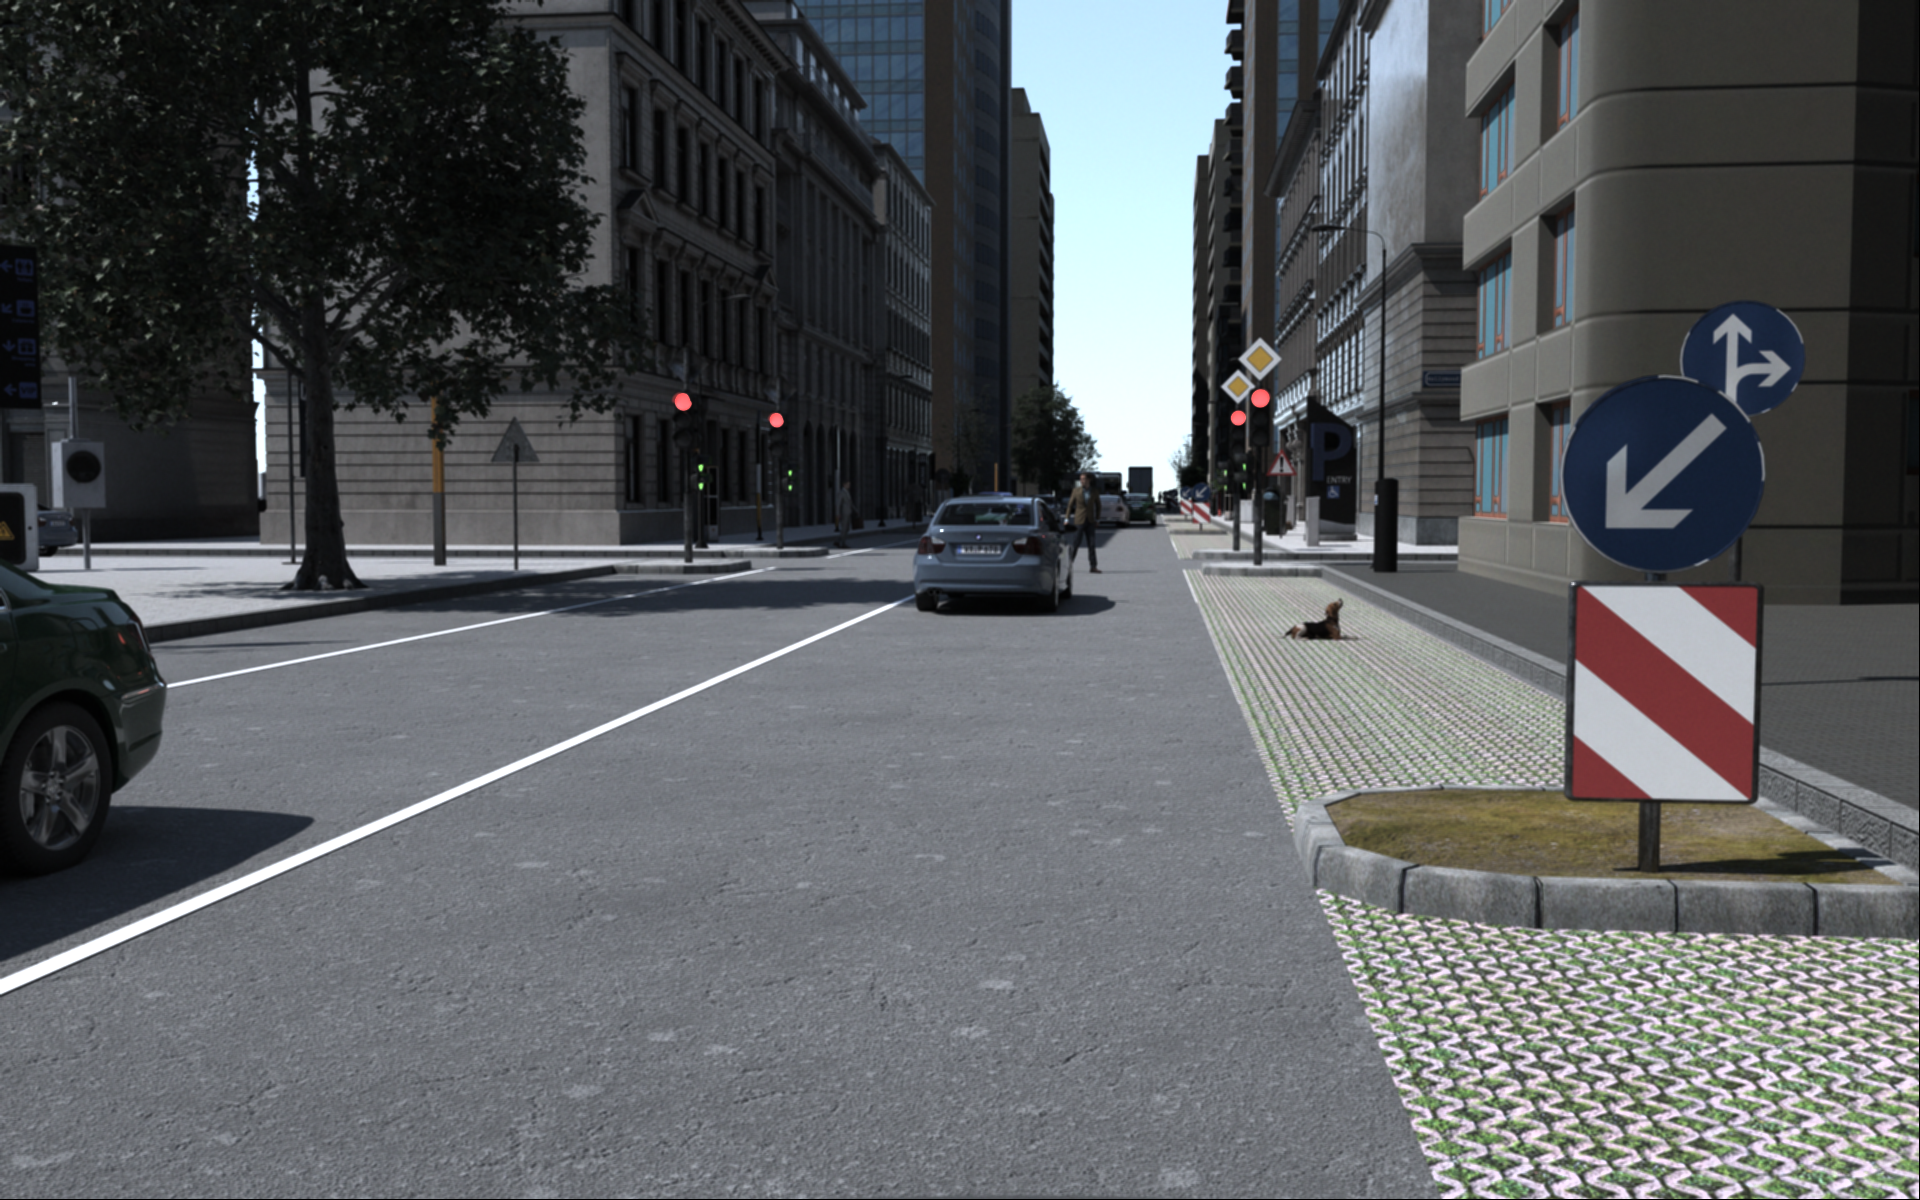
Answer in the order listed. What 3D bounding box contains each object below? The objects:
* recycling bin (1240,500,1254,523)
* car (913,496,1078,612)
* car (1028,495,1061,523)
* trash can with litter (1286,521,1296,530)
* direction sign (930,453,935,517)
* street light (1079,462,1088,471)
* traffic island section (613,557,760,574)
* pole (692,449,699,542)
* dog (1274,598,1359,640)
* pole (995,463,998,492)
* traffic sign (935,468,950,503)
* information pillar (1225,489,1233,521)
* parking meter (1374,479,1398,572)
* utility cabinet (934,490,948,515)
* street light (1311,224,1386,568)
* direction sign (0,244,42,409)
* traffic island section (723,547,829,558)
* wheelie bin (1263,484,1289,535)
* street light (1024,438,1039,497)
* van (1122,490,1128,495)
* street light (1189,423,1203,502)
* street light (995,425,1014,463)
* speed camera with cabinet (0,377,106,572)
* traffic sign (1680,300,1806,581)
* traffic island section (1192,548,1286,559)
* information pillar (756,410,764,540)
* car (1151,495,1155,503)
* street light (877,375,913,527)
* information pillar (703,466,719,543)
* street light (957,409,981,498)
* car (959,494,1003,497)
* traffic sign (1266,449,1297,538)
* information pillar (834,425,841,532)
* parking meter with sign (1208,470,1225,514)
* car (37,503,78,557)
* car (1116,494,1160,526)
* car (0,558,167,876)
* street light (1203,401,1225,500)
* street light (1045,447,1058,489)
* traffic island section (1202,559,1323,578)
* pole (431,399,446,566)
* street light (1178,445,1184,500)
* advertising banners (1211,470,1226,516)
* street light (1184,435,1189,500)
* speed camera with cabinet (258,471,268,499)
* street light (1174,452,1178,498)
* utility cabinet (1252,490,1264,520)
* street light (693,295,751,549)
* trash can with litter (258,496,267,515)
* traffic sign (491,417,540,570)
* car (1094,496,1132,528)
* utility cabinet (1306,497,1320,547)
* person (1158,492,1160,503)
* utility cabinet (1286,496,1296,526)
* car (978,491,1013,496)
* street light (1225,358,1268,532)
[{"bbox_3d":[12.871,-3.914,76.542,0.722,1.027,0.722,-3,5,-41],"label":"recycling bin"},{"bbox_3d":[0.492,-0.637,22.419,2.014,1.417,4.499,0,4,7],"label":"car"},{"bbox_3d":[3.958,-4.453,84.812,2.014,1.417,4.499,0,4,8],"label":"car"},{"bbox_3d":[11.435,-3.091,61.933,1.055,1.170,0.624,0,4,-7],"label":"trash can with litter"},{"bbox_3d":[-1.496,-6.315,95.249,0.379,3.537,0.876,-1,4,-17],"label":"direction sign"},{"bbox_3d":[17.998,-17.164,253.174,1.470,5.913,1.316,0,4,6],"label":"street light"},{"bbox_3d":[-5.090,-0.617,32.370,2.009,0.180,2.903,0,4,6],"label":"traffic island section"},{"bbox_3d":[-6.972,-3.181,45.859,0.158,3.312,0.155,0,3,0],"label":"pole"},{"bbox_3d":[3.507,0.192,17.059,0.550,0.427,0.748,-3,5,-40],"label":"dog"},{"bbox_3d":[2.406,-7.330,113.695,0.158,3.312,0.155,0,3,0],"label":"pole"},{"bbox_3d":[-0.862,-5.239,85.765,0.768,2.556,0.104,1,4,13],"label":"traffic sign"},{"bbox_3d":[12.978,-4.836,83.561,0.304,2.012,0.304,3,5,43],"label":"information pillar"},{"bbox_3d":[7.002,-1.227,28.466,0.372,1.533,0.369,0,3,0],"label":"parking meter"},{"bbox_3d":[-1.104,-5.721,102.220,0.318,1.500,1.173,2,4,28],"label":"utility cabinet"},{"bbox_3d":[6.735,-3.508,29.898,1.470,5.913,1.316,0,4,6],"label":"street light"},{"bbox_3d":[-8.807,-1.450,15.704,0.876,3.537,0.379,-3,4,-38],"label":"direction sign"},{"bbox_3d":[-4.207,-1.102,40.306,2.009,0.180,2.903,0,4,6],"label":"traffic island section"},{"bbox_3d":[9.857,-2.827,54.128,0.693,1.594,0.980,1,4,23],"label":"wheelie bin"},{"bbox_3d":[5.906,-10.519,144.529,1.470,5.913,1.316,0,4,6],"label":"street light"},{"bbox_3d":[24.757,-15.956,265.262,2.240,2.365,5.245,0,4,7],"label":"van"},{"bbox_3d":[15.962,-8.625,113.561,1.470,5.913,1.316,0,4,6],"label":"street light"},{"bbox_3d":[2.926,-8.793,116.299,1.470,5.913,1.316,0,4,6],"label":"street light"},{"bbox_3d":[-15.359,-2.104,28.733,2.038,3.252,0.660,-3,5,-43],"label":"speed camera with cabinet"},{"bbox_3d":[5.166,-0.698,11.511,0.768,2.556,0.104,1,4,13],"label":"traffic sign"},{"bbox_3d":[6.269,-1.031,39.140,2.009,0.180,2.903,0,4,6],"label":"traffic island section"},{"bbox_3d":[-5.555,-3.457,47.882,0.183,3.616,0.504,0,4,-1],"label":"information pillar"},{"bbox_3d":[28.084,-14.992,257.691,1.945,1.354,3.894,0,4,7],"label":"car"},{"bbox_3d":[-2.526,-5.822,67.737,1.470,5.913,1.316,0,4,6],"label":"street light"},{"bbox_3d":[-6.596,-2.531,45.877,0.304,2.012,0.304,-2,4,-32],"label":"information pillar"},{"bbox_3d":[0.450,-7.476,94.775,1.470,5.913,1.316,0,4,6],"label":"street light"},{"bbox_3d":[0.587,-2.206,47.863,2.131,1.459,4.920,0,4,5],"label":"car"},{"bbox_3d":[9.279,-3.058,50.008,0.884,2.594,0.081,1,4,12],"label":"traffic sign"},{"bbox_3d":[-4.167,-4.128,58.852,0.183,3.616,0.504,0,4,3],"label":"information pillar"},{"bbox_3d":[16.581,-7.057,111.643,0.543,3.016,1.738,-2,4,-24],"label":"parking meter with sign"},{"bbox_3d":[-22.050,-1.622,38.524,4.499,1.417,2.014,0,4,7],"label":"car"},{"bbox_3d":[8.075,-4.132,79.349,2.131,1.459,4.920,0,4,6],"label":"car"},{"bbox_3d":[-4.466,0.396,5.326,2.131,1.459,4.920,0,4,7],"label":"car"},{"bbox_3d":[13.030,-6.971,86.518,1.470,5.913,1.316,0,4,6],"label":"street light"},{"bbox_3d":[9.004,-12.183,171.730,1.470,5.913,1.316,0,4,6],"label":"street light"},{"bbox_3d":[5.386,-0.546,31.204,2.009,0.180,2.903,0,4,6],"label":"traffic island section"},{"bbox_3d":[-9.336,-2.273,31.004,0.158,3.312,0.155,0,3,0],"label":"pole"},{"bbox_3d":[21.516,-11.625,162.605,1.470,5.913,1.316,0,4,6],"label":"street light"},{"bbox_3d":[14.907,-6.313,99.411,0.090,3.025,2.074,-1,4,-16],"label":"advertising banners"},{"bbox_3d":[18.399,-9.938,135.035,1.470,5.913,1.316,0,4,6],"label":"street light"},{"bbox_3d":[-27.810,-4.714,71.402,2.038,3.252,0.660,-3,4,-38],"label":"speed camera with cabinet"},{"bbox_3d":[24.475,-13.279,189.644,1.470,5.913,1.316,0,4,6],"label":"street light"},{"bbox_3d":[14.741,-4.649,84.691,1.173,1.500,0.318,-3,5,-40],"label":"utility cabinet"},{"bbox_3d":[-5.557,-4.161,40.575,1.470,5.913,1.316,0,4,6],"label":"street light"},{"bbox_3d":[-22.764,-2.849,57.639,1.678,1.210,2.233,1,4,21],"label":"trash can with litter"},{"bbox_3d":[-7.487,-1.782,29.147,0.884,2.594,0.081,1,4,12],"label":"traffic sign"},{"bbox_3d":[6.319,-3.806,74.597,2.083,1.381,4.827,0,4,8],"label":"car"},{"bbox_3d":[8.658,-1.921,42.568,0.306,1.237,1.020,1,4,9],"label":"utility cabinet"},{"bbox_3d":[30.665,-15.736,266.590,0.445,1.727,0.742,0,4,8],"label":"person"},{"bbox_3d":[13.214,-3.648,70.803,1.020,1.237,0.306,2,4,24],"label":"utility cabinet"},{"bbox_3d":[1.101,-2.804,55.439,1.945,1.707,3.694,0,4,4],"label":"car"},{"bbox_3d":[9.921,-5.303,59.243,1.470,5.913,1.316,0,4,6],"label":"street light"}]
